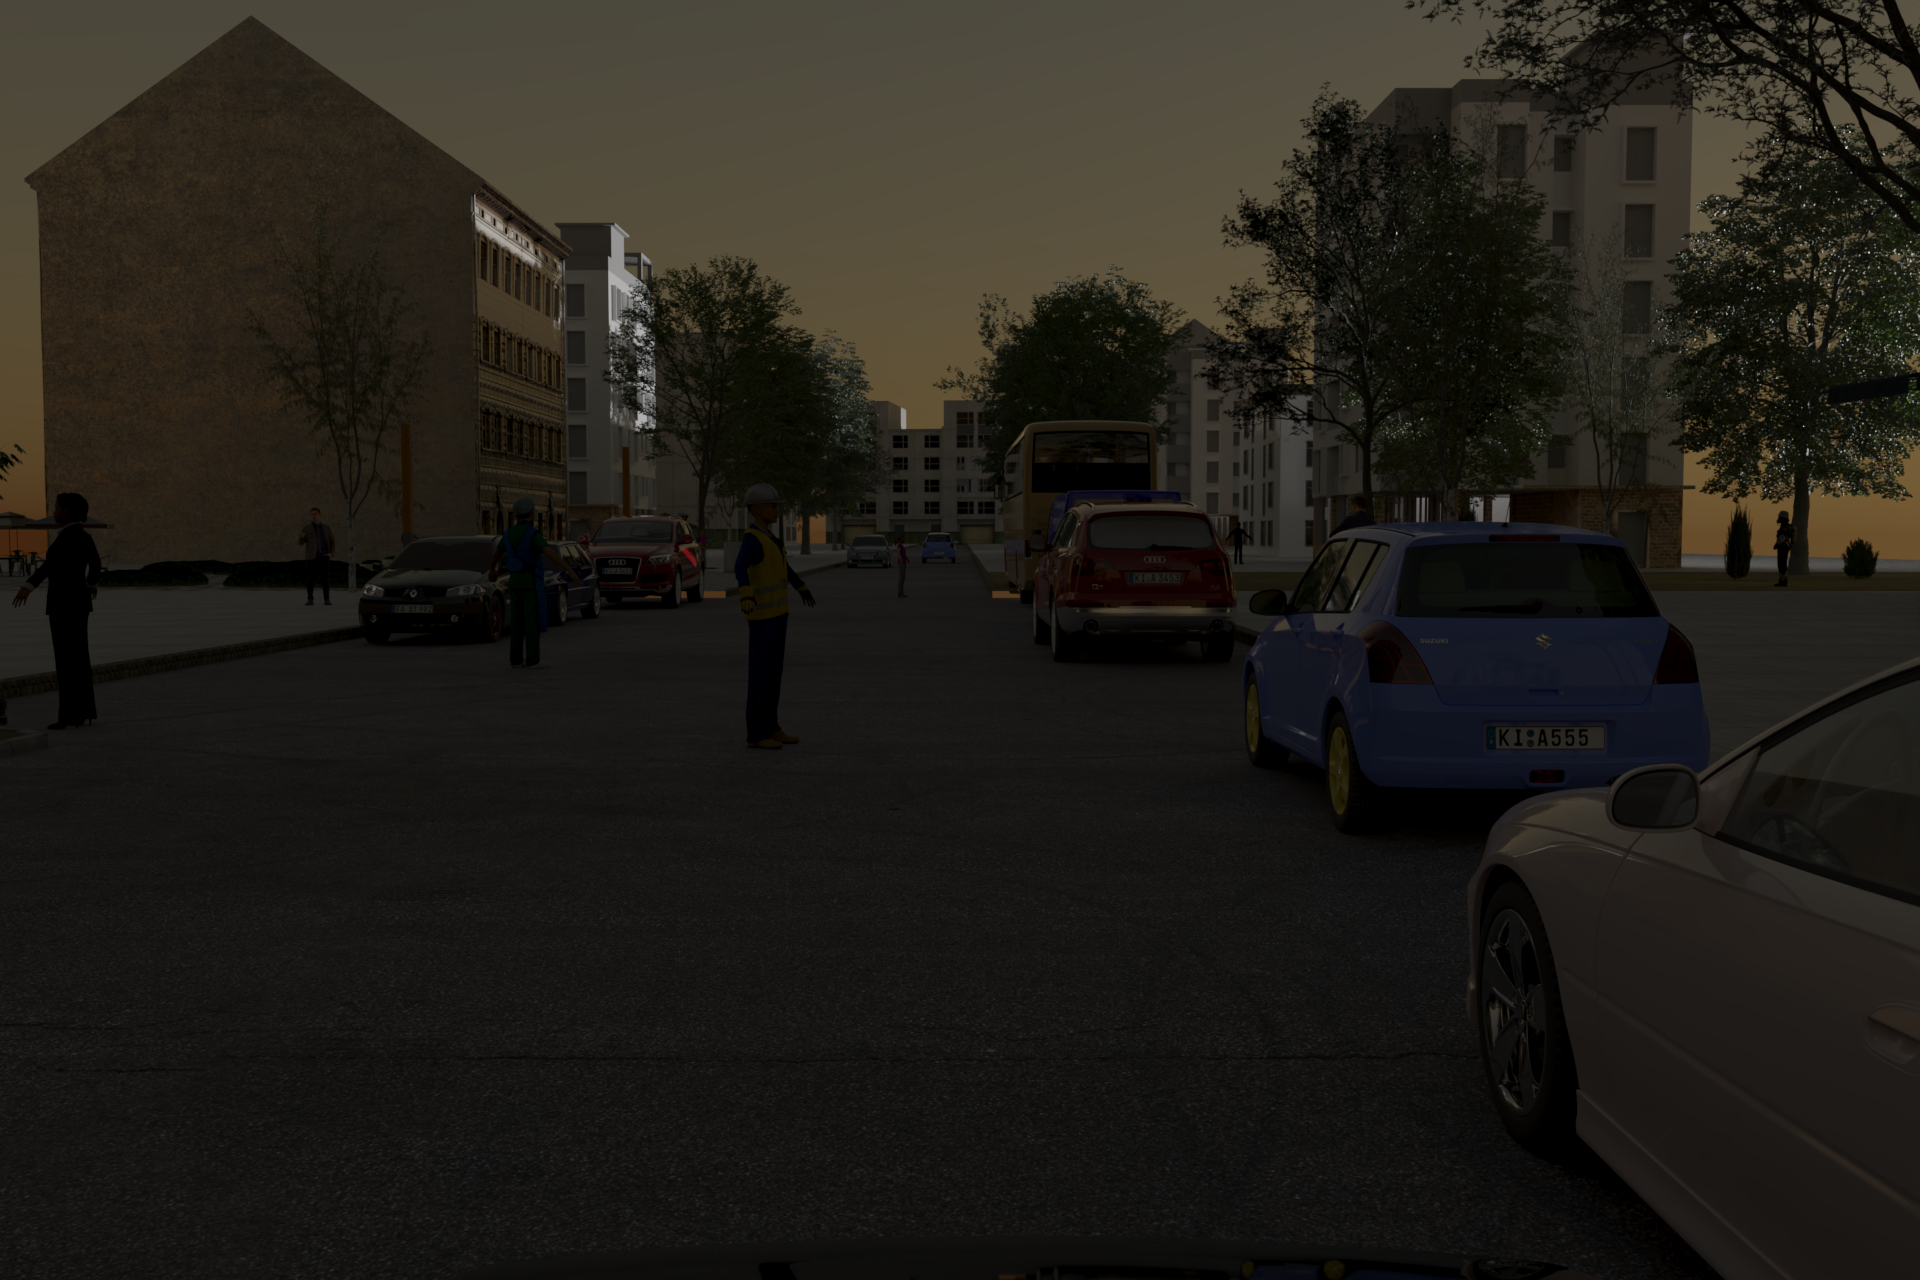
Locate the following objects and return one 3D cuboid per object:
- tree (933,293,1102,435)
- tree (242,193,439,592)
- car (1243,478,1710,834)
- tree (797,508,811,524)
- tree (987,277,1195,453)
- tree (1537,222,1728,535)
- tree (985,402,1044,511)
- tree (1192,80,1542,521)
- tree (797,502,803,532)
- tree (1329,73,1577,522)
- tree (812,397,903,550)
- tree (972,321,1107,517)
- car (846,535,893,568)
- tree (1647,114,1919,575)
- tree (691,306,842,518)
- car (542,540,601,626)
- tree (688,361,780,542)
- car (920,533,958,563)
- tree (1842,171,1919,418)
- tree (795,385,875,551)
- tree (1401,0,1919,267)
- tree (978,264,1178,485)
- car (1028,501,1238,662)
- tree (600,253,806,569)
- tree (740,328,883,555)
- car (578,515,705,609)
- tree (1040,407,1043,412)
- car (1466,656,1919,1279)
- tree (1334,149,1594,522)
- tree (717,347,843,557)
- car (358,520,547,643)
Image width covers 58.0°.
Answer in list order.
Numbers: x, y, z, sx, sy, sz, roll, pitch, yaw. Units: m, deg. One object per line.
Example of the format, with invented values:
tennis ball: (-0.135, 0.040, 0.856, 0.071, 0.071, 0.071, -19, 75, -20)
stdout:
tree: (4.416, -17.224, 137.508, 12.611, 20.169, 13.585, 0, 3, 0)
tree: (-13.428, -5.368, 38.135, 4.360, 8.622, 3.978, 0, 3, 0)
car: (2.633, 0.000, 9.585, 1.945, 1.707, 3.694, 0, 4, 0)
tree: (-20.406, -17.457, 235.781, 4.360, 8.622, 3.978, 0, 3, 0)
tree: (5.109, -8.759, 68.969, 9.928, 11.665, 9.643, 0, 3, 0)
tree: (15.417, -5.568, 41.392, 4.360, 8.622, 3.978, 0, 3, 0)
tree: (5.285, -12.584, 123.870, 7.486, 12.596, 7.792, 0, 3, 0)
tree: (8.359, -6.228, 36.244, 7.601, 10.594, 8.767, 1, 4, 9)
tree: (-21.242, -17.141, 230.621, 4.737, 8.622, 4.395, 0, 3, 0)
tree: (7.958, -4.749, 28.013, 4.360, 8.622, 3.978, 0, 3, 0)
tree: (-9.811, -14.205, 142.623, 12.009, 13.543, 11.850, 0, 3, 0)
tree: (5.309, -11.976, 102.462, 9.857, 13.997, 8.962, 0, 3, 0)
car: (-3.844, -3.789, 73.959, 2.014, 1.417, 4.499, 0, 4, 0)
tree: (26.431, -9.016, 54.074, 9.857, 13.997, 8.962, 0, 3, 0)
tree: (-9.727, -10.266, 85.970, 7.486, 12.596, 7.792, 0, 3, 0)
car: (-7.018, -0.952, 28.141, 1.945, 1.354, 3.894, 0, 4, 0)
tree: (-9.923, -7.545, 73.722, 4.360, 8.622, 3.978, 0, 3, 0)
car: (-1.046, -4.672, 85.977, 1.945, 1.707, 3.694, 0, 4, 0)
tree: (25.799, -7.138, 42.458, 9.928, 11.665, 9.643, 0, 3, 0)
tree: (-9.822, -13.046, 131.436, 7.486, 12.596, 7.792, 0, 3, 0)
tree: (8.496, -6.343, 14.074, 12.009, 13.543, 11.850, 0, 3, 0)
tree: (5.600, -10.770, 82.741, 9.857, 13.997, 8.962, 0, 3, 0)
car: (2.007, -0.752, 20.963, 2.281, 1.827, 5.304, 0, 4, -1)
tree: (-9.375, -8.429, 63.564, 9.928, 11.665, 9.643, 0, 3, 0)
tree: (-9.753, -12.323, 108.140, 9.857, 13.997, 8.962, 0, 3, 0)
car: (-6.433, -1.610, 35.004, 2.281, 1.827, 5.304, 0, 4, 0)
tree: (5.077, -8.698, 92.581, 4.360, 8.622, 3.978, 0, 3, 0)
car: (2.207, 0.597, 2.599, 2.083, 1.381, 4.827, 0, 4, 0)
tree: (14.863, -8.179, 51.859, 7.486, 12.596, 7.792, 0, 3, 0)
tree: (-10.074, -10.427, 96.239, 9.928, 11.665, 9.643, 0, 3, 0)
car: (-6.970, -0.873, 24.053, 2.009, 1.686, 4.222, 0, 3, 0)
